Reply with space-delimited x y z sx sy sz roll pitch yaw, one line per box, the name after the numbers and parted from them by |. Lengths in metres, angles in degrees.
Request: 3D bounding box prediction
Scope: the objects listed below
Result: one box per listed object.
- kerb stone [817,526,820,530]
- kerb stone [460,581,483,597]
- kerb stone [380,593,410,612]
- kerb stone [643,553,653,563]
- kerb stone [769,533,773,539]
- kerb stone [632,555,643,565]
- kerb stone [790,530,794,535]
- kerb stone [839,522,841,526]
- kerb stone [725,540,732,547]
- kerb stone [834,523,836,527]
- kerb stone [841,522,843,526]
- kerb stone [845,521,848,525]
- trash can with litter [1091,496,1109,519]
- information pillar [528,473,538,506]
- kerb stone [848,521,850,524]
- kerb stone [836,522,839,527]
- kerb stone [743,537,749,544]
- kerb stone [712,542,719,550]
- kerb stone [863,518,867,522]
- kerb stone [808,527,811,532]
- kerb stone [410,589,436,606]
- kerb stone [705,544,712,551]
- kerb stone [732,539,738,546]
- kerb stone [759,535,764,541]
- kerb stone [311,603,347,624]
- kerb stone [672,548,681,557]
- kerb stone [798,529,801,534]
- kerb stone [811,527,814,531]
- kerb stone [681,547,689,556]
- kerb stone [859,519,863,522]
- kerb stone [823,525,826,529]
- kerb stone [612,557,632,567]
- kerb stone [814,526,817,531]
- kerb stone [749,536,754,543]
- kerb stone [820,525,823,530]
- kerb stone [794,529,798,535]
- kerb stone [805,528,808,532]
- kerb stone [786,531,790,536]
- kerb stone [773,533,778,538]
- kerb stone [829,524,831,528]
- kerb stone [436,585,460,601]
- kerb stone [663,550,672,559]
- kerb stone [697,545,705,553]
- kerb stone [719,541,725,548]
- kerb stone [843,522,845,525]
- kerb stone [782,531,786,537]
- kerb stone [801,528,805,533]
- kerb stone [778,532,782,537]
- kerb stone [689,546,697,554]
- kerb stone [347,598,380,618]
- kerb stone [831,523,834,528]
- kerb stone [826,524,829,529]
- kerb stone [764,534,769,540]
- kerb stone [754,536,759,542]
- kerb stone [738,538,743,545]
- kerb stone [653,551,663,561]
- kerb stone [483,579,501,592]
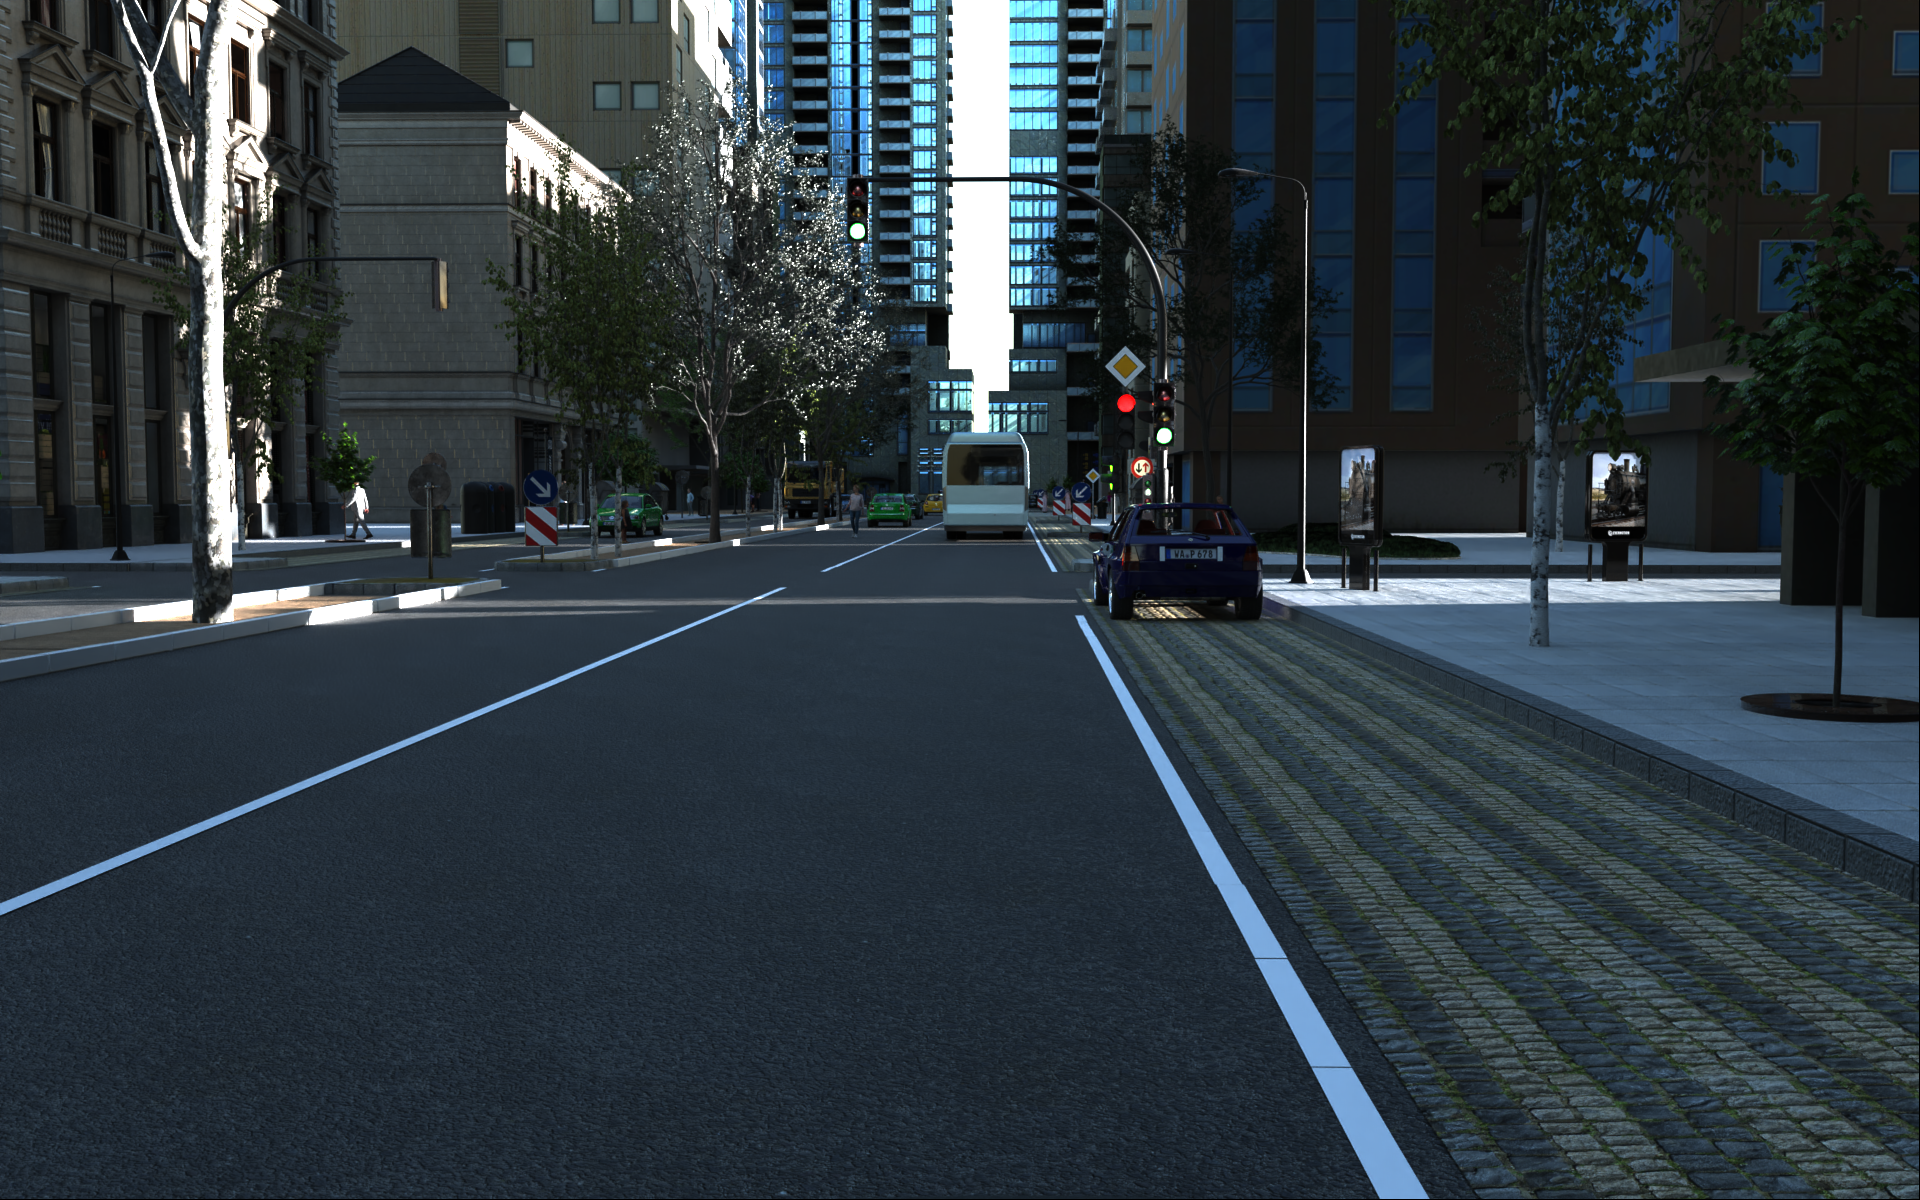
-5.715 -2.810 68.196 0.120 0.150 1.000 0 4 2 | kerb stone
-7.021 -0.142 24.594 0.120 0.150 1.000 0 4 2 | kerb stone
-7.101 0.048 21.521 0.120 0.150 1.000 0 4 2 | kerb stone
-6.663 -0.869 36.406 0.120 0.150 1.000 0 4 2 | kerb stone
-6.118 -1.996 54.853 0.120 0.150 1.000 0 4 2 | kerb stone
-6.690 -0.806 35.372 0.120 0.150 1.000 0 4 2 | kerb stone
-5.963 -2.305 59.981 0.120 0.150 1.000 0 4 2 | kerb stone
-5.471 -3.312 76.383 0.120 0.150 1.000 0 4 2 | kerb stone
-6.355 -1.490 46.664 0.120 0.150 1.000 0 4 2 | kerb stone
-5.529 -3.187 74.332 0.120 0.150 1.000 0 4 2 | kerb stone
-5.438 -3.377 77.408 0.120 0.150 1.000 0 4 2 | kerb stone
-5.378 -3.502 79.455 0.120 0.150 1.000 0 4 2 | kerb stone
7.096 -4.751 89.061 1.055 1.170 0.624 -1 4 -13 | trash can with litter
-15.048 -3.462 61.099 0.304 2.012 0.304 0 4 -7 | information pillar
-5.348 -3.561 80.477 0.120 0.150 1.000 0 4 2 | kerb stone
-5.503 -3.251 75.354 0.120 0.150 1.000 0 4 2 | kerb stone
-6.269 -1.684 49.733 0.120 0.150 1.000 0 4 2 | kerb stone
-6.426 -1.366 44.621 0.120 0.150 1.000 0 4 2 | kerb stone
-5.034 -4.191 90.727 0.120 0.150 1.000 0 4 2 | kerb stone
-5.805 -2.623 65.118 0.120 0.150 1.000 0 4 2 | kerb stone
-7.083 -0.020 22.542 0.120 0.150 1.000 0 4 2 | kerb stone
-6.454 -1.307 43.596 0.120 0.150 1.000 0 4 2 | kerb stone
-6.331 -1.557 47.688 0.120 0.150 1.000 0 4 2 | kerb stone
-6.178 -1.872 52.805 0.120 0.150 1.000 0 4 2 | kerb stone
-7.176 0.168 19.477 0.120 0.150 1.000 0 4 2 | kerb stone
-6.572 -1.058 39.492 0.120 0.150 1.000 0 4 2 | kerb stone
-5.907 -2.434 62.024 0.120 0.150 1.000 0 4 2 | kerb stone
-5.776 -2.688 66.140 0.120 0.150 1.000 0 4 2 | kerb stone
-6.548 -1.119 40.514 0.120 0.150 1.000 0 4 2 | kerb stone
-5.133 -4.003 87.651 0.120 0.150 1.000 0 4 2 | kerb stone
-5.649 -2.938 70.240 0.120 0.150 1.000 0 4 2 | kerb stone
-6.729 -0.743 34.345 0.120 0.150 1.000 0 4 2 | kerb stone
-5.742 -2.746 67.163 0.120 0.150 1.000 0 4 2 | kerb stone
-6.234 -1.747 50.755 0.120 0.150 1.000 0 4 2 | kerb stone
-5.685 -2.876 69.218 0.120 0.150 1.000 0 4 2 | kerb stone
-5.928 -2.372 61.002 0.120 0.150 1.000 0 4 2 | kerb stone
-5.848 -2.558 64.085 0.120 0.150 1.000 0 4 2 | kerb stone
-5.991 -2.248 58.949 0.120 0.150 1.000 0 4 2 | kerb stone
-6.081 -2.060 55.876 0.120 0.150 1.000 0 4 2 | kerb stone
-5.588 -3.063 72.283 0.120 0.150 1.000 0 4 2 | kerb stone
-7.057 -0.084 23.570 0.120 0.150 1.000 0 4 2 | kerb stone
-6.601 -0.993 38.462 0.120 0.150 1.000 0 4 2 | kerb stone
-6.480 -1.242 42.568 0.120 0.150 1.000 0 4 2 | kerb stone
-6.392 -1.429 45.642 0.120 0.150 1.000 0 4 2 | kerb stone
-5.413 -3.440 78.433 0.120 0.150 1.000 0 4 2 | kerb stone
-6.024 -2.185 57.928 0.120 0.150 1.000 0 4 2 | kerb stone
-5.871 -2.499 63.059 0.120 0.150 1.000 0 4 2 | kerb stone
-6.057 -2.122 56.902 0.120 0.150 1.000 0 4 2 | kerb stone
-6.512 -1.183 41.539 0.120 0.150 1.000 0 4 2 | kerb stone
-7.140 0.104 20.498 0.120 0.150 1.000 0 4 2 | kerb stone
-5.565 -3.125 73.305 0.120 0.150 1.000 0 4 2 | kerb stone
-5.623 -2.999 71.262 0.120 0.150 1.000 0 4 2 | kerb stone
-6.145 -1.934 53.827 0.120 0.150 1.000 0 4 2 | kerb stone
-6.203 -1.805 51.777 0.120 0.150 1.000 0 4 2 | kerb stone
-6.298 -1.622 48.710 0.120 0.150 1.000 0 4 2 | kerb stone
-6.637 -0.932 37.440 0.120 0.150 1.000 0 4 2 | kerb stone
-6.993 -0.204 25.615 0.120 0.150 1.000 0 4 2 | kerb stone
